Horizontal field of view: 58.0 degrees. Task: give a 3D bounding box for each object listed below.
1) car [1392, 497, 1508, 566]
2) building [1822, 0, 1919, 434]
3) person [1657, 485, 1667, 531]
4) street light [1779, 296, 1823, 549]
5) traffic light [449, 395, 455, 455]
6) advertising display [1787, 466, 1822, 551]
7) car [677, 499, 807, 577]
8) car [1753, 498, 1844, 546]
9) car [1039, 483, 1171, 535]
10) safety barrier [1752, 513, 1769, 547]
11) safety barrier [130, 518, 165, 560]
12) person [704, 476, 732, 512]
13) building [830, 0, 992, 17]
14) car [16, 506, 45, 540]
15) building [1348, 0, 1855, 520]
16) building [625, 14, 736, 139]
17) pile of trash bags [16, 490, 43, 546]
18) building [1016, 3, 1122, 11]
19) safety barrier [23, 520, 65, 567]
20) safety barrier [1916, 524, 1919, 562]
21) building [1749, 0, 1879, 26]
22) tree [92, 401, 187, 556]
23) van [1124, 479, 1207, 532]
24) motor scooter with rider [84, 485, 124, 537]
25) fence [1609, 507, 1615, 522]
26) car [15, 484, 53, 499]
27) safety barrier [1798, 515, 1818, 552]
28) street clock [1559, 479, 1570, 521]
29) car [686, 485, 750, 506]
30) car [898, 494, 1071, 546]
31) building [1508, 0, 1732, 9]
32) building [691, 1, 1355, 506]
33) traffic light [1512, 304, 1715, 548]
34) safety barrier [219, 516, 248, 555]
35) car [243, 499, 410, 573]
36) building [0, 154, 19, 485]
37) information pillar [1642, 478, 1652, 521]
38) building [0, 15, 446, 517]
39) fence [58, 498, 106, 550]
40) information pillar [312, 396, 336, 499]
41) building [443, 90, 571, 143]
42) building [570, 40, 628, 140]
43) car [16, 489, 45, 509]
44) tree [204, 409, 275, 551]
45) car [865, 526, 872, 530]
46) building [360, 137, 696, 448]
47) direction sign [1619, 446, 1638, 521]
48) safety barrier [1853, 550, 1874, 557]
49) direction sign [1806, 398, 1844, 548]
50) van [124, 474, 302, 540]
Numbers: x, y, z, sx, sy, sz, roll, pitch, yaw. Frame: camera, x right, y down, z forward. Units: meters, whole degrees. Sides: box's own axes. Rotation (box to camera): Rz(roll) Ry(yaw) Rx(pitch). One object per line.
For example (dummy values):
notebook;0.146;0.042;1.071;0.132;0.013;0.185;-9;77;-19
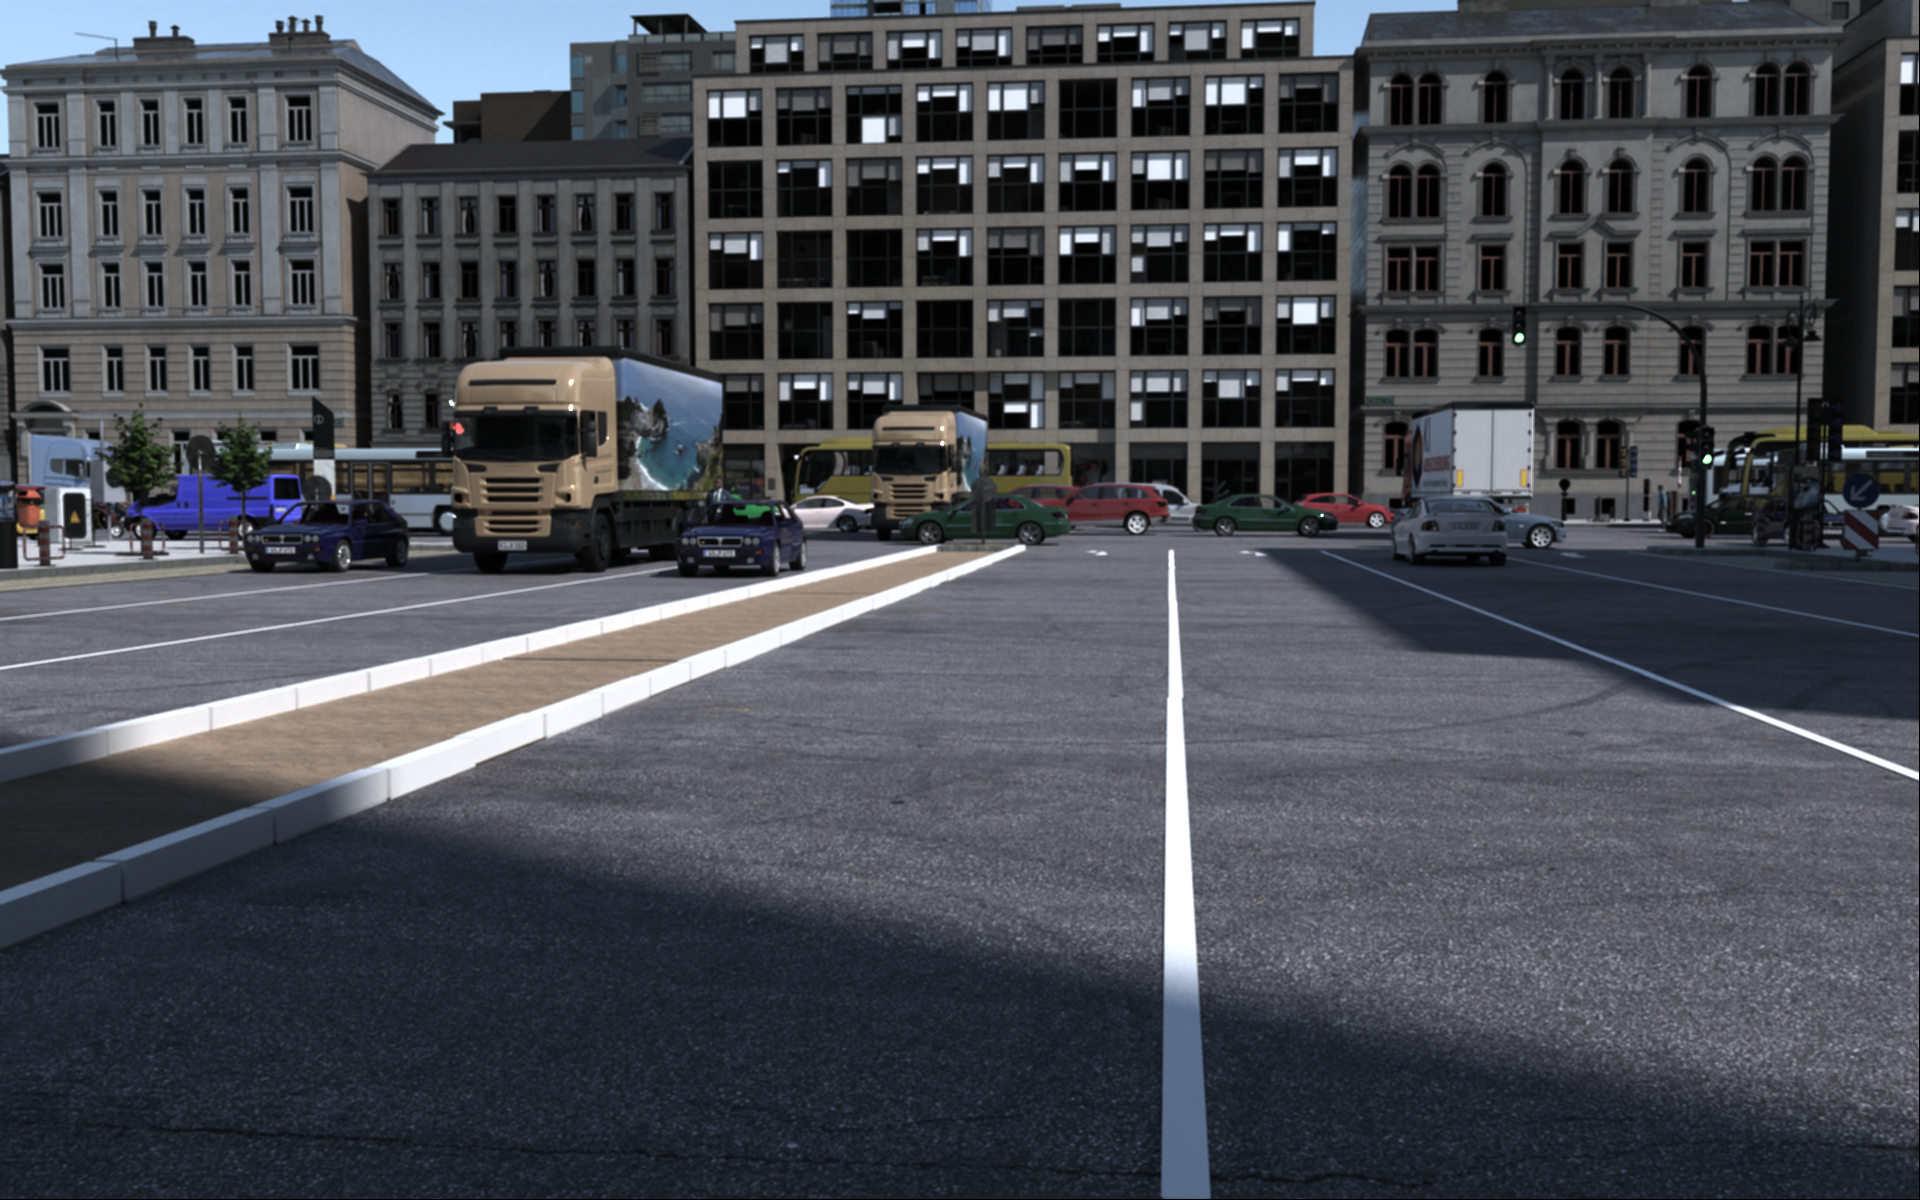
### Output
car;10.178;-1.456;36.174;2.083;1.381;4.827;0;4;7
building;62.543;-17.540;91.301;34.151;26.468;19.350;0;4;7
person;27.035;-3.532;66.591;0.444;1.785;0.601;2;4;28
street light;19.663;-4.150;40.638;0.468;5.910;1.993;0;4;7
traffic light;-12.857;-3.425;44.912;0.839;4.253;0.868;0;4;7
advertising display;19.214;-2.093;39.428;0.974;1.923;0.123;-2;4;-27
car;-3.895;-1.142;31.246;1.945;1.354;3.894;0;4;6
car;23.364;-2.162;47.930;1.945;1.354;3.894;0;4;6
car;4.771;-3.213;61.201;5.304;1.827;2.281;0;4;7
safety barrier;19.255;-1.676;41.672;0.300;0.817;1.120;0;4;7
safety barrier;-15.811;-1.189;33.708;0.300;0.817;1.120;0;4;7
person;-5.144;-1.705;36.563;0.721;1.800;0.419;0;4;-3
building;-6.724;-57.955;260.232;31.000;86.520;22.319;0;4;7
car;-29.405;-2.548;51.880;3.980;1.641;2.015;0;4;5
building;32.263;-18.643;92.200;23.554;28.519;14.401;0;4;7
building;-20.063;-28.561;150.561;14.154;41.232;14.086;0;4;7
pile of trash bags;-24.027;-2.020;42.784;3.447;1.369;1.912;1;4;21
building;19.242;-50.060;256.730;20.611;71.187;20.563;0;4;7
safety barrier;-16.186;-1.000;30.619;0.300;0.817;1.120;0;4;7
safety barrier;18.137;-1.109;32.401;0.300;0.817;1.120;0;4;7
building;88.175;-44.738;169.721;20.611;71.187;20.563;0;4;7
tree;-17.067;-2.539;36.119;1.663;3.219;1.824;0;3;0
van;7.868;-3.599;65.850;4.112;2.044;2.013;0;4;5
motor scooter with rider;-28.640;-2.955;57.286;1.986;1.779;0.876;0;4;5
fence;30.445;-4.003;80.827;0.278;0.683;2.069;2;4;27
car;-38.087;-3.669;68.660;5.304;1.827;2.281;0;4;7
safety barrier;18.884;-1.487;38.582;0.300;0.817;1.120;0;4;7
street clock;28.806;-4.769;82.540;0.471;2.002;0.358;3;4;39
car;-7.846;-2.733;53.489;4.718;1.807;1.959;0;4;5
car;0.693;-2.283;49.120;4.920;1.459;2.131;0;4;8
building;56.679;-32.808;160.120;21.300;48.544;21.600;0;4;7
building;4.013;-18.010;98.978;34.151;26.468;19.350;0;4;7
traffic light;15.547;-4.079;41.359;4.771;5.953;1.251;0;4;7
safety barrier;-15.435;-1.378;36.803;0.300;0.817;1.120;0;4;7
car;-11.968;-1.243;32.902;1.945;1.354;3.894;0;4;6
building;-61.454;-15.452;101.783;18.267;20.994;9.793;0;4;7
information pillar;32.256;-4.698;81.312;0.304;2.012;0.304;2;4;35
building;-42.141;-19.249;100.621;20.117;28.700;13.634;0;4;7
fence;-20.582;-1.798;40.598;0.480;1.192;2.264;-1;4;-13
information pillar;-15.194;-3.059;41.361;0.504;3.616;0.183;-1;4;-17
building;-46.785;-33.023;190.041;14.200;45.320;14.600;0;4;7
building;-25.103;-34.474;183.255;30.456;49.044;23.786;0;4;7
car;-33.153;-3.109;59.632;4.718;1.807;1.959;1;4;8
tree;-16.457;-2.742;39.426;1.663;3.219;1.824;0;3;0
car;-2.716;-3.581;70.555;2.014;1.417;4.499;0;4;7
building;-22.616;-15.174;97.250;18.267;20.994;9.793;0;4;7
direction sign;31.588;-5.501;81.942;0.876;3.537;0.379;0;4;-6
safety barrier;18.509;-1.298;35.490;0.300;0.817;1.120;0;4;7
direction sign;20.413;-2.994;40.948;0.876;3.537;0.379;0;4;-6
van;-23.220;-3.021;53.785;5.245;2.365;2.240;1;4;8
